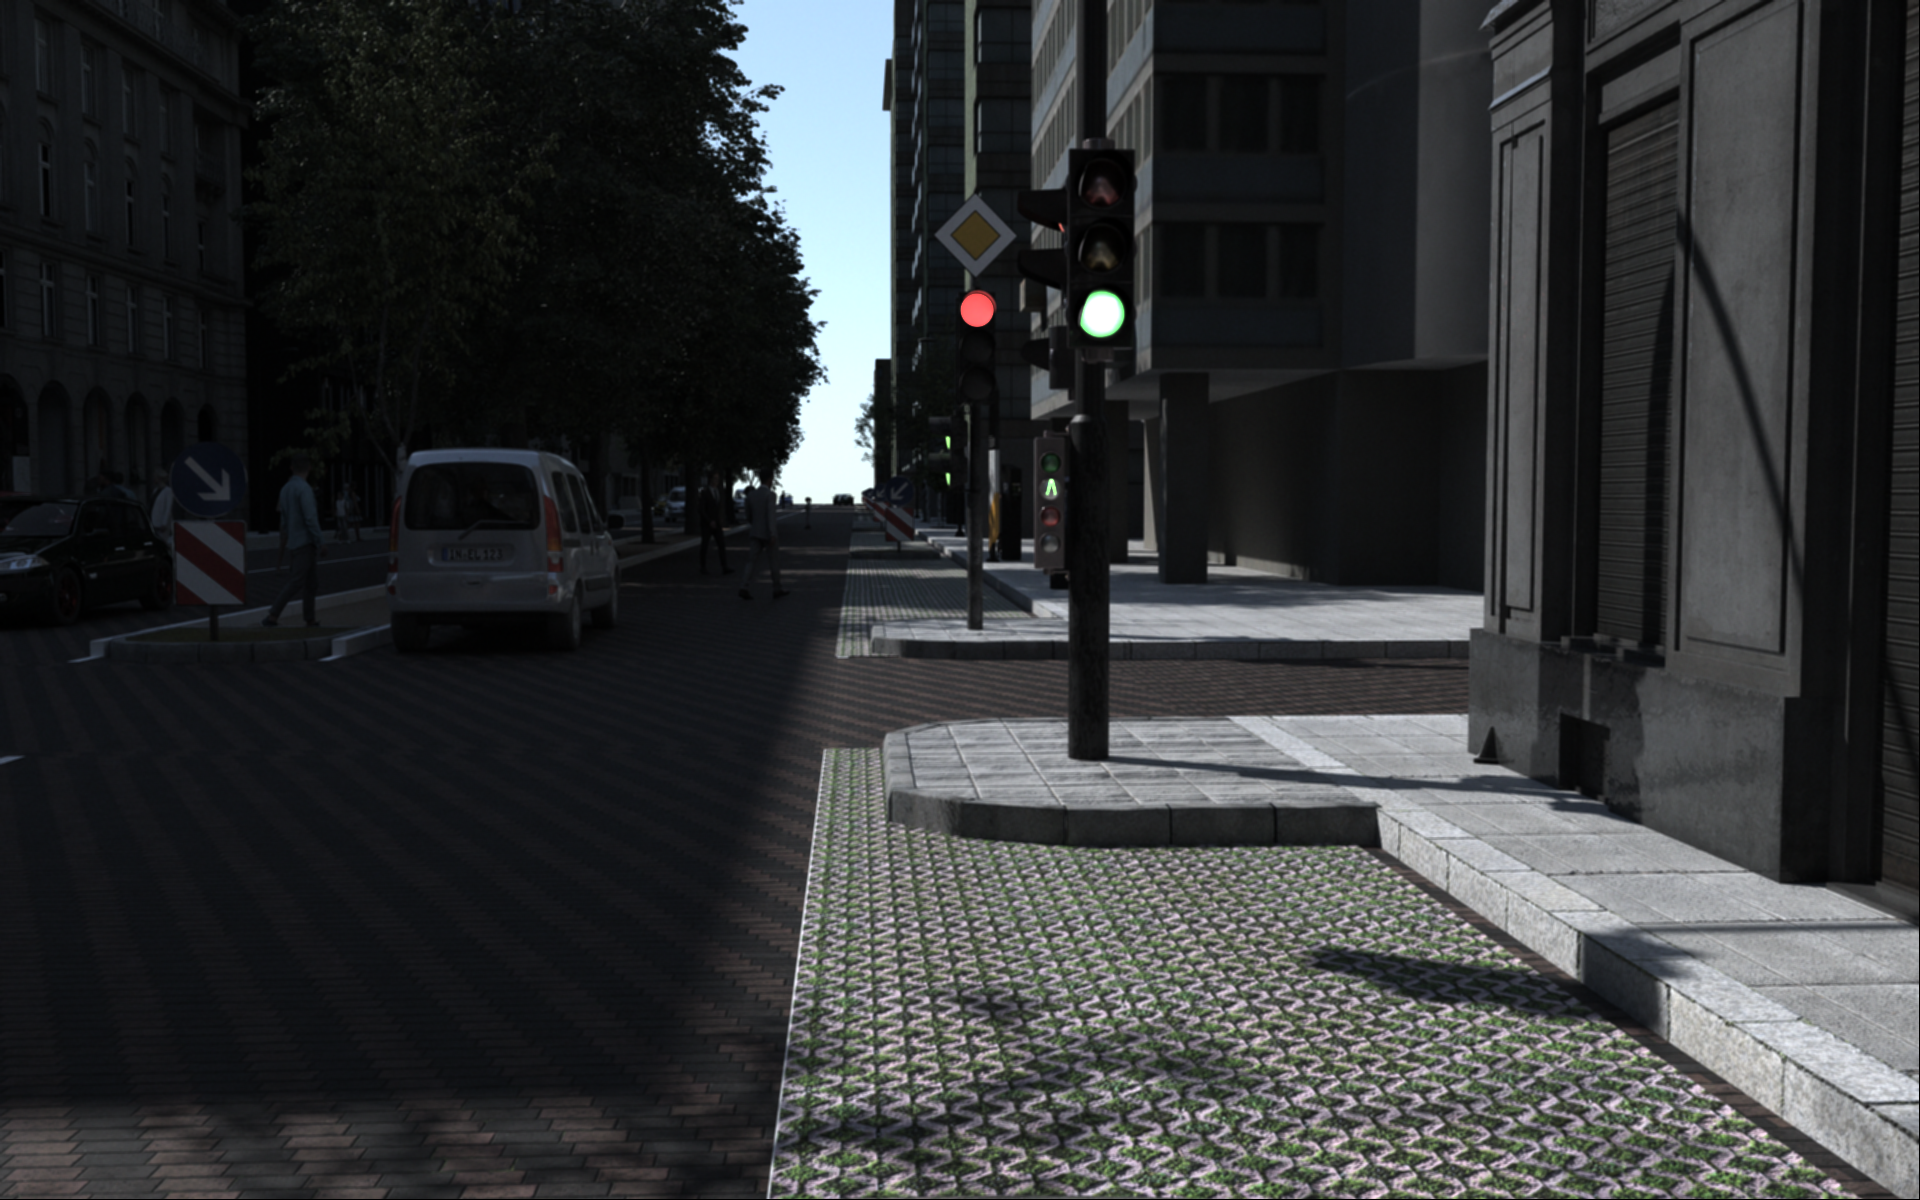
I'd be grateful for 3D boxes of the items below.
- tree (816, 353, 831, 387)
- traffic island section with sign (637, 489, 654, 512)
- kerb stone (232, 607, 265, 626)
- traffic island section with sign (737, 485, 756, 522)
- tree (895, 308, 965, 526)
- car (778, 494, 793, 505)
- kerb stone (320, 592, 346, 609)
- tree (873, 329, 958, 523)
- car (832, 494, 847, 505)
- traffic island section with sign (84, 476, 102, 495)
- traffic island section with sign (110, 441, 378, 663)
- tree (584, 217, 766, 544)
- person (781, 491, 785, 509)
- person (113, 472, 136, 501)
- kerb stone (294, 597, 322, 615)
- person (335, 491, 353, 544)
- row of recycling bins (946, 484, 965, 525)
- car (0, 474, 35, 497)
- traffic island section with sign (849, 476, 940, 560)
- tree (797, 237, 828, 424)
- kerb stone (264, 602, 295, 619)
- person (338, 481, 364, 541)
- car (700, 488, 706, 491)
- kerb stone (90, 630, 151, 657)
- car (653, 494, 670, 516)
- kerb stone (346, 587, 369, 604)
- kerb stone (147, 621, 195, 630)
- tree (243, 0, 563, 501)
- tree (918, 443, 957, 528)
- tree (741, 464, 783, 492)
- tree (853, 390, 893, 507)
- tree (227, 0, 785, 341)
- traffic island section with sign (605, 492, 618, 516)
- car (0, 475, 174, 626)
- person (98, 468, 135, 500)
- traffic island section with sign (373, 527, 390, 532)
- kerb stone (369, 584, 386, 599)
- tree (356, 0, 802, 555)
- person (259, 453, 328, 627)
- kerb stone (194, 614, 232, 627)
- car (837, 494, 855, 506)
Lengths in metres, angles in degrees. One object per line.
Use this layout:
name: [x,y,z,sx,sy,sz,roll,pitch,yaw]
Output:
tree: [-10.868,-9.891,81.178,9.611,12.733,9.660,0,3,0]
traffic island section with sign: [-25.371,-8.144,141.782,1.989,1.847,2.006,0,4,-3]
kerb stone: [-7.780,0.213,18.747,0.120,0.150,1.000,0,4,-3]
traffic island section with sign: [-11.025,-5.049,90.695,2.006,1.907,1.989,0,4,-3]
tree: [-0.739,-7.296,69.653,4.737,8.622,4.395,0,3,0]
car: [-22.269,-12.962,221.518,1.945,1.707,3.694,0,4,-3]
kerb stone: [-7.969,0.026,21.812,0.120,0.150,1.000,0,4,-3]
tree: [-1.625,-7.711,76.435,4.360,8.622,3.978,0,3,0]
car: [-15.316,-12.917,220.979,2.009,1.686,4.222,0,4,-3]
traffic island section with sign: [-19.211,-1.811,38.230,1.989,1.847,2.006,0,4,-3]
traffic island section with sign: [-6.556,-0.462,15.689,2.006,1.907,1.989,0,4,-3]
tree: [-9.065,-7.414,49.437,9.928,11.665,9.643,0,3,0]
person: [-16.692,-9.400,162.718,0.721,1.766,1.217,0,4,6]
person: [-14.570,-1.310,29.937,0.660,1.820,0.620,-3,5,-40]
kerb stone: [-7.904,0.087,20.792,0.120,0.150,1.000,0,4,-3]
person: [-17.783,-2.379,49.985,0.503,1.515,0.523,-1,4,-14]
row of recycling bins: [0.214,-4.047,73.286,1.069,1.692,3.534,-1,4,-17]
car: [-14.761,-1.024,25.784,2.155,1.783,4.494,0,4,-4]
traffic island section with sign: [-1.473,-1.825,38.470,1.989,1.847,2.006,0,4,-3]
tree: [-9.294,-9.228,59.989,9.857,13.997,8.962,0,3,0]
kerb stone: [-7.846,0.148,19.769,0.120,0.150,1.000,0,4,-3]
person: [-18.360,-2.674,52.311,0.778,1.811,0.616,-3,5,-40]
car: [-15.840,-6.189,109.862,2.281,1.827,5.304,0,4,-4]
kerb stone: [-7.597,0.405,15.685,0.120,0.150,1.000,0,4,-3]
car: [-19.360,-6.420,115.192,2.015,1.641,3.980,0,4,-4]
kerb stone: [-8.026,-0.039,22.834,0.120,0.150,1.000,0,4,-3]
kerb stone: [-7.660,0.336,16.705,0.120,0.150,1.000,0,4,-3]
tree: [-7.019,-4.205,21.572,4.737,8.622,4.395,0,3,0]
tree: [-0.594,-4.298,64.870,1.663,3.219,1.824,0,3,0]
tree: [-10.756,-8.350,89.336,4.360,8.622,3.978,0,3,0]
tree: [-7.215,-15.215,174.528,9.928,11.665,9.643,0,3,0]
tree: [-7.497,-7.339,29.103,9.857,13.997,8.962,0,3,0]
traffic island section with sign: [-23.772,-6.498,114.874,1.989,1.847,2.006,0,4,-3]
car: [-10.581,-0.621,19.943,2.009,1.686,4.222,0,4,-3]
person: [-13.049,-1.104,26.531,0.713,1.824,0.794,2,4,25]
traffic island section with sign: [-20.804,-3.456,65.138,1.989,1.847,2.006,0,4,-3]
kerb stone: [-8.079,-0.101,23.855,0.120,0.150,1.000,0,4,-3]
tree: [-8.352,-7.346,39.578,9.611,12.733,9.660,0,3,0]
person: [-6.684,-0.553,17.397,0.748,1.841,0.638,-2,4,-31]
kerb stone: [-7.721,0.273,17.725,0.120,0.150,1.000,0,4,-3]
car: [-14.017,-12.299,212.887,2.131,1.459,4.920,0,4,-5]
